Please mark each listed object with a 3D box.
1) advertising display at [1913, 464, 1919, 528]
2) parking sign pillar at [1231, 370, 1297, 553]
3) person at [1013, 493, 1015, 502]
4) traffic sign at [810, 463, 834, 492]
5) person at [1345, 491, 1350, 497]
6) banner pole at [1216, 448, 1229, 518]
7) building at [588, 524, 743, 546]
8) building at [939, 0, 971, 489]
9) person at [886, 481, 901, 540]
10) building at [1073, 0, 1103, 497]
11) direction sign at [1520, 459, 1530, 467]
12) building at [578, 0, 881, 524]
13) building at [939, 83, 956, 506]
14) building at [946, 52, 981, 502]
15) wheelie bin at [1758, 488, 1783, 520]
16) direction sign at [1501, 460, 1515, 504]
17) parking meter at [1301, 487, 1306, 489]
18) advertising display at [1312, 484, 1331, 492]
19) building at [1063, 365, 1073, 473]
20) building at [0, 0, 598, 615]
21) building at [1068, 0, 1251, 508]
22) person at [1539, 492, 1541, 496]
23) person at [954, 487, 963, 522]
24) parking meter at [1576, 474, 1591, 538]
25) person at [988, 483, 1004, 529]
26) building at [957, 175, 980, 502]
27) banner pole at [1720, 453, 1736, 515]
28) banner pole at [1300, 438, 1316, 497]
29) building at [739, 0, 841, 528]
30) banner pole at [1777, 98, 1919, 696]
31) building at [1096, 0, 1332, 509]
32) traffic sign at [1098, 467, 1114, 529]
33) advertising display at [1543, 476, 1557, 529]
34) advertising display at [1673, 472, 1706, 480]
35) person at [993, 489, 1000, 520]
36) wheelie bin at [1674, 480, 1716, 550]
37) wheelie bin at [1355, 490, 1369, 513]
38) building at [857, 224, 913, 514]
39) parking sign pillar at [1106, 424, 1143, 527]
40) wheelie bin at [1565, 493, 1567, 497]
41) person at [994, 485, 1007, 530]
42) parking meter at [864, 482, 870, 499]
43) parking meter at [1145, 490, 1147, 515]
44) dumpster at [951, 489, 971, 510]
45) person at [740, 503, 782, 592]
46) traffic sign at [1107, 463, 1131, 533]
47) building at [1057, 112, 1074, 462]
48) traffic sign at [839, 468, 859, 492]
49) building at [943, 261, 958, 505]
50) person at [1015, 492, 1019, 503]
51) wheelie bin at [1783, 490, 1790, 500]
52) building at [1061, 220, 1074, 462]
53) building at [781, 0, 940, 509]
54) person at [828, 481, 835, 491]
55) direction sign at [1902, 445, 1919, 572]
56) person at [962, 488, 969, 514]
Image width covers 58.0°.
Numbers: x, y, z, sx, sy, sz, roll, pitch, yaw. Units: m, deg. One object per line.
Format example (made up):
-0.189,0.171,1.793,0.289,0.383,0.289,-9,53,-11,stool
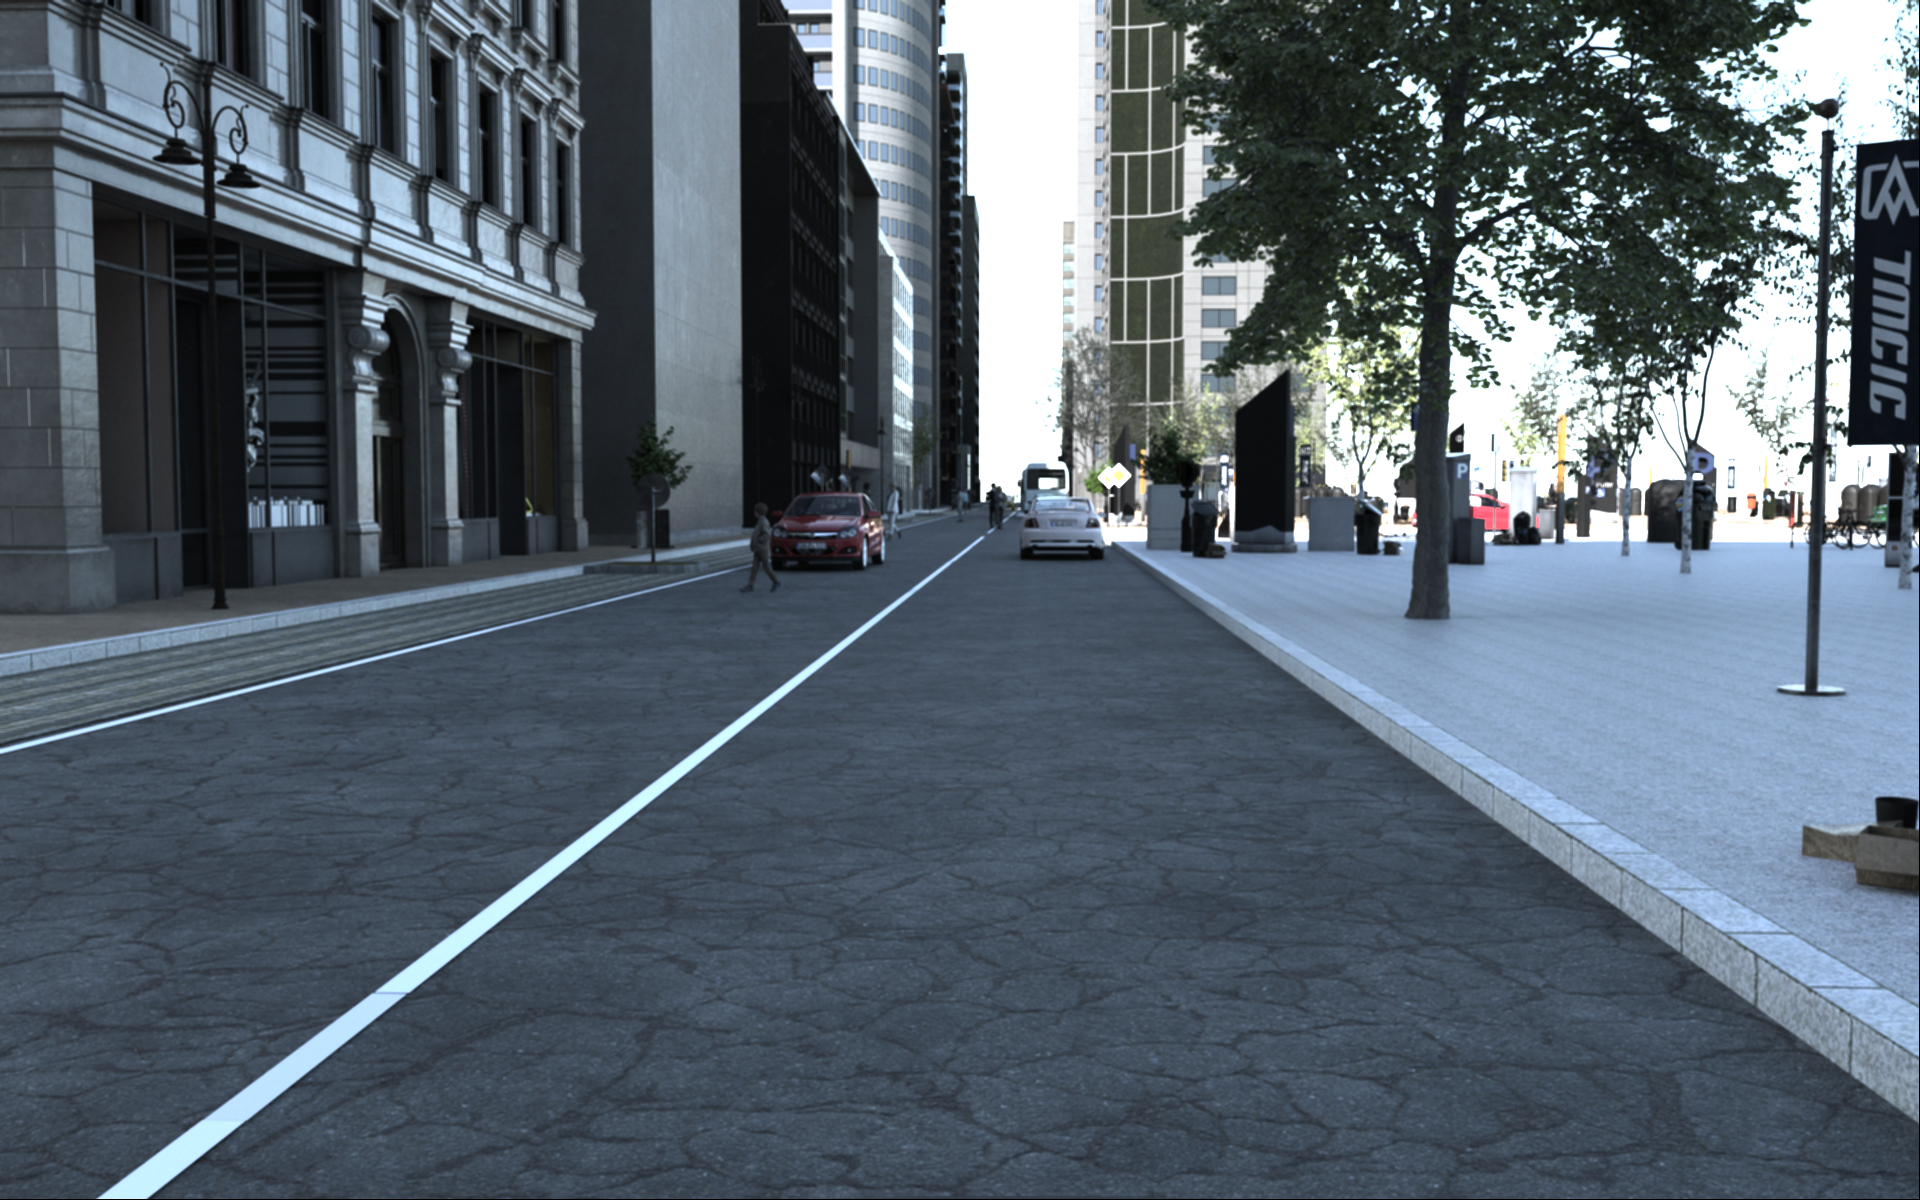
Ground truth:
20.410,-1.906,36.373,0.974,1.923,0.123,1,4,20,advertising display
6.738,-3.045,38.251,1.447,3.967,1.447,3,5,41,parking sign pillar
7.525,-14.031,239.368,0.415,1.643,0.593,-3,4,-36,person
-4.518,-3.254,56.846,0.795,2.450,0.064,0,4,3,traffic sign
48.926,-12.880,219.182,1.348,1.812,0.705,2,4,33,person
14.081,-6.320,93.341,0.863,3.779,0.401,1,4,14,banner pole
-22.058,-14.109,49.753,30.058,24.678,14.314,0,4,3,building
-9.413,-56.596,238.023,22.319,86.520,31.000,0,4,3,building
-2.055,-2.800,54.153,0.514,1.842,0.818,3,5,43,person
22.304,-38.978,179.291,21.231,58.520,28.212,0,4,3,building
37.007,-7.430,113.469,0.379,3.537,0.876,-2,4,-23,direction sign
-12.750,-16.932,95.909,14.314,24.678,30.058,0,4,3,building
-11.808,-32.280,182.404,22.147,44.769,28.867,0,4,3,building
-6.845,-51.864,286.223,20.563,71.187,20.611,0,4,3,building
39.554,-4.704,84.812,0.693,1.594,0.980,0,4,-1,wheelie bin
36.002,-7.453,113.848,0.876,3.537,0.379,-1,4,-8,direction sign
19.514,-5.653,98.129,0.255,1.863,0.399,-1,4,-20,parking meter
22.163,-6.198,106.552,0.974,1.923,0.123,1,4,14,advertising display
28.328,-24.077,238.693,27.650,21.520,28.899,0,4,3,building
-13.807,-10.300,19.313,10.553,20.767,40.483,0,4,3,building
22.102,-46.792,203.304,20.563,71.187,20.611,0,4,3,building
72.487,-12.700,216.925,0.721,1.735,1.217,1,4,15,person
-0.080,-4.940,89.447,0.466,1.800,0.511,0,4,3,person
18.334,-2.764,50.903,0.399,1.863,0.255,-3,4,-36,parking meter
1.458,-3.915,71.876,0.474,1.900,0.648,-3,4,-36,person
-7.953,-39.277,265.877,21.300,48.544,21.600,0,4,3,building
47.021,-7.094,105.998,0.863,3.779,0.401,3,4,37,banner pole
15.536,-5.331,77.173,0.863,3.779,0.401,0,4,2,banner pole
-12.055,-14.838,72.281,12.332,23.373,15.834,0,4,3,building
5.685,-1.279,10.935,0.863,3.779,0.401,2,4,34,banner pole
21.116,-43.811,154.567,20.563,71.187,20.611,0,4,3,building
5.528,-3.714,64.364,0.795,2.450,0.064,0,4,3,traffic sign
21.669,-3.552,63.292,0.123,1.923,0.974,-1,4,-18,advertising display
21.772,-2.848,51.773,0.123,1.923,0.974,-3,4,-39,advertising display
2.026,-5.244,94.101,0.748,1.841,0.638,-1,4,-22,person
16.990,-1.961,39.973,0.980,1.594,0.693,-2,4,-28,wheelie bin
20.947,-5.034,90.221,0.693,1.594,0.980,0,4,6,wheelie bin
-9.071,-16.192,119.490,10.420,20.320,16.860,0,4,3,building
6.390,-4.821,67.301,1.447,3.967,1.447,-1,4,-15,parking sign pillar
44.484,-7.367,128.356,0.980,1.594,0.693,0,4,-1,wheelie bin
1.655,-3.757,70.104,0.537,1.800,0.526,0,4,0,person
-4.679,-4.974,87.036,0.255,1.863,0.399,1,4,13,parking meter
11.395,-5.972,106.048,0.372,1.533,0.369,0,3,0,parking meter
0.090,-9.033,155.901,1.865,1.857,1.264,0,4,5,dumpster
-2.900,-0.771,25.377,0.640,1.303,0.475,-2,4,-35,person
5.165,-3.226,56.387,0.795,2.450,0.064,0,4,3,traffic sign
27.229,-59.233,281.132,22.319,86.520,31.000,0,4,3,building
-4.156,-3.742,64.822,0.795,2.450,0.064,0,4,3,traffic sign
-7.588,-26.448,204.119,14.160,30.474,14.107,0,4,3,building
8.960,-16.091,272.417,0.721,1.723,1.217,2,4,28,person
57.448,-6.908,120.847,0.693,1.594,0.980,-2,4,-30,wheelie bin
22.230,-35.244,259.841,14.154,41.232,14.086,0,4,3,building
-13.101,-37.402,153.527,21.231,58.520,28.212,0,4,3,building
-3.717,-2.481,49.338,0.520,1.790,0.573,-1,4,-17,person
15.832,-2.226,28.394,0.876,3.537,0.379,-1,4,-11,direction sign
0.333,-7.084,124.182,0.638,1.841,0.748,-1,4,-12,person
